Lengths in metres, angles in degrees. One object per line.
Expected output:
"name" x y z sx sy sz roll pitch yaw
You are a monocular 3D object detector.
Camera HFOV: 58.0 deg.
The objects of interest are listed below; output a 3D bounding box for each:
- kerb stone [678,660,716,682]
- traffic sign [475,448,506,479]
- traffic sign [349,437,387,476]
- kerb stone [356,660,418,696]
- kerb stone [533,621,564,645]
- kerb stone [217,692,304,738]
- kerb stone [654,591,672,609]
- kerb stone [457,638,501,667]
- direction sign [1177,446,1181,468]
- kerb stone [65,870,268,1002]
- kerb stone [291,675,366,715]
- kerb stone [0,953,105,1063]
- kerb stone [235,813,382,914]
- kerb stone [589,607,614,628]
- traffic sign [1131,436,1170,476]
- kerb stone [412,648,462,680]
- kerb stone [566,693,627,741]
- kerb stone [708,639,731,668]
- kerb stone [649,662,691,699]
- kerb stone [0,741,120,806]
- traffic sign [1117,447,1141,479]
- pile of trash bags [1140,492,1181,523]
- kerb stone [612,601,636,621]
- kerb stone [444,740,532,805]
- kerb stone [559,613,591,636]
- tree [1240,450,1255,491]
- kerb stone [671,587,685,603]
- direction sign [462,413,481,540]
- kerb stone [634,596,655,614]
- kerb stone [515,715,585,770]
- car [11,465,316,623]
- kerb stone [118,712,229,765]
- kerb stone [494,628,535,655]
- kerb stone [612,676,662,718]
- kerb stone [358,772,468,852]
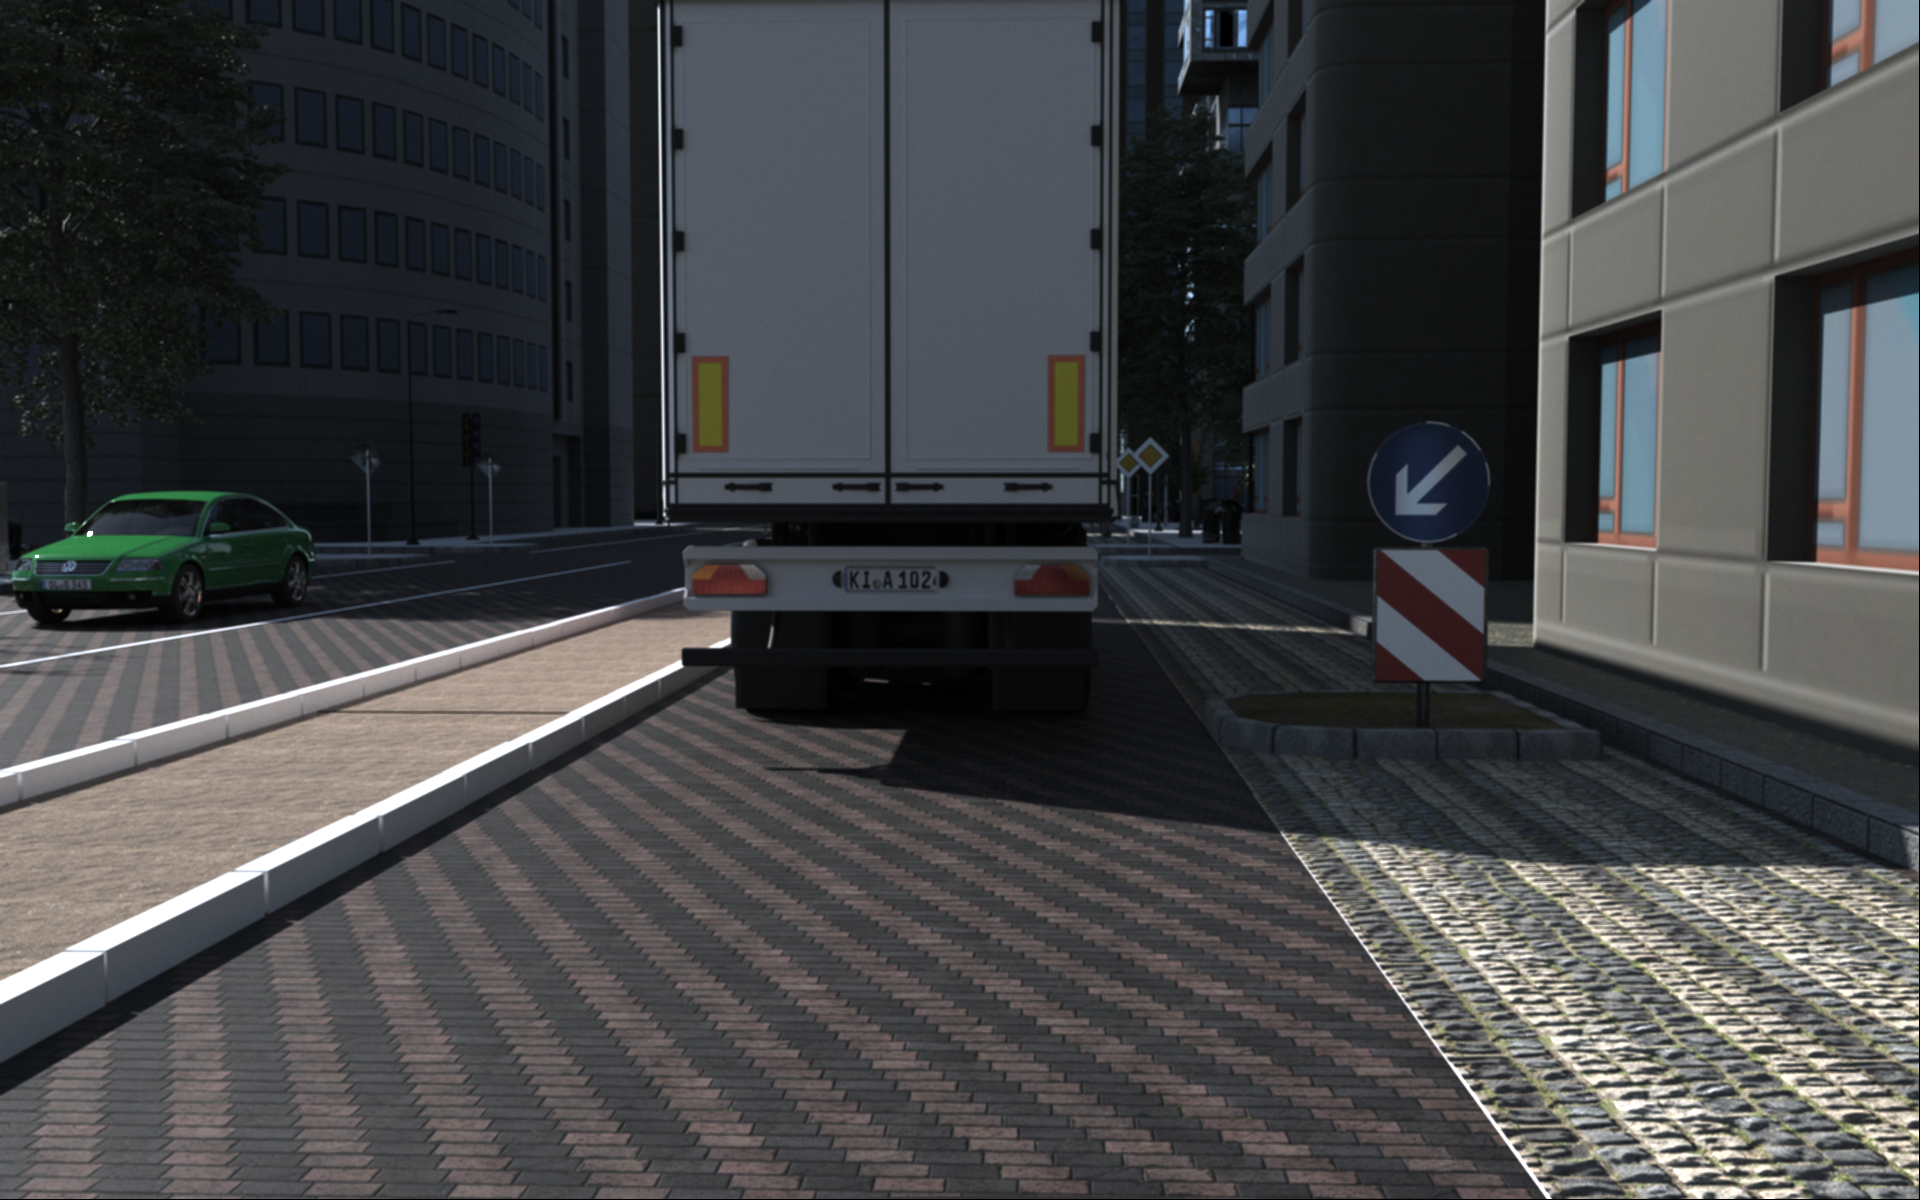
"kerb stone" -2.087 0.526 13.590 0.120 0.150 1.000 0 4 2
"traffic sign" -11.795 -2.527 43.500 0.795 2.593 0.064 0 4 2
"traffic sign" -12.138 -2.039 35.523 0.795 2.593 0.064 0 4 2
"kerb stone" -4.224 0.584 12.669 0.120 0.150 1.000 0 4 2
"kerb stone" -4.047 0.337 16.756 0.120 0.150 1.000 0 4 2
"kerb stone" -4.308 0.709 10.612 0.120 0.150 1.000 0 4 2
"kerb stone" -3.829 0.026 21.868 0.120 0.150 1.000 0 4 2
"kerb stone" -4.133 0.458 14.711 0.120 0.150 1.000 0 4 2
"direction sign" 10.594 -5.513 82.137 0.876 3.537 0.379 -3 5 -43
"kerb stone" -2.439 1.029 5.376 0.120 0.150 1.000 0 4 2
"kerb stone" -4.266 0.645 11.644 0.120 0.150 1.000 0 4 2
"kerb stone" -2.476 1.092 4.354 0.120 0.150 1.000 0 4 2
"kerb stone" -2.396 0.966 6.407 0.120 0.150 1.000 0 4 2
"kerb stone" -3.960 0.209 18.798 0.120 0.150 1.000 0 4 2
"traffic sign" 3.841 -1.996 34.819 0.795 2.593 0.064 0 4 2
"kerb stone" -4.179 0.520 13.690 0.120 0.150 1.000 0 4 2
"kerb stone" -2.212 0.715 10.510 0.120 0.150 1.000 0 4 2
"kerb stone" -2.046 0.466 14.612 0.120 0.150 1.000 0 4 2
"kerb stone" -2.126 0.589 12.565 0.120 0.150 1.000 0 4 2
"kerb stone" -4.397 0.841 8.556 0.120 0.150 1.000 0 4 2
"traffic sign" 4.184 -2.484 42.796 0.795 2.593 0.064 0 4 2
"pile of trash bags" 9.109 -4.232 78.947 1.912 1.369 3.447 -1 4 -14
"kerb stone" -3.910 0.145 19.823 0.120 0.150 1.000 0 4 2
"kerb stone" -2.308 0.840 8.456 0.120 0.150 1.000 0 4 2
"kerb stone" -4.003 0.270 17.777 0.120 0.150 1.000 0 4 2
"tree" 10.386 -3.914 58.599 1.663 3.219 1.824 0 3 0
"kerb stone" -3.785 -0.043 22.893 0.120 0.150 1.000 0 4 2
"direction sign" -13.704 -3.464 48.630 0.876 3.537 0.379 3 5 42
"kerb stone" -3.873 0.083 20.846 0.120 0.150 1.000 0 4 2
"kerb stone" -2.255 0.780 9.479 0.120 0.150 1.000 0 4 2
"car" -9.354 -0.725 20.651 1.959 1.807 4.718 0 4 3
"kerb stone" -4.354 0.771 9.585 0.120 0.150 1.000 0 4 2
"kerb stone" -4.093 0.395 15.734 0.120 0.150 1.000 0 4 2
"kerb stone" -2.172 0.652 11.535 0.120 0.150 1.000 0 4 2
"kerb stone" -2.346 0.903 7.428 0.120 0.150 1.000 0 4 2
